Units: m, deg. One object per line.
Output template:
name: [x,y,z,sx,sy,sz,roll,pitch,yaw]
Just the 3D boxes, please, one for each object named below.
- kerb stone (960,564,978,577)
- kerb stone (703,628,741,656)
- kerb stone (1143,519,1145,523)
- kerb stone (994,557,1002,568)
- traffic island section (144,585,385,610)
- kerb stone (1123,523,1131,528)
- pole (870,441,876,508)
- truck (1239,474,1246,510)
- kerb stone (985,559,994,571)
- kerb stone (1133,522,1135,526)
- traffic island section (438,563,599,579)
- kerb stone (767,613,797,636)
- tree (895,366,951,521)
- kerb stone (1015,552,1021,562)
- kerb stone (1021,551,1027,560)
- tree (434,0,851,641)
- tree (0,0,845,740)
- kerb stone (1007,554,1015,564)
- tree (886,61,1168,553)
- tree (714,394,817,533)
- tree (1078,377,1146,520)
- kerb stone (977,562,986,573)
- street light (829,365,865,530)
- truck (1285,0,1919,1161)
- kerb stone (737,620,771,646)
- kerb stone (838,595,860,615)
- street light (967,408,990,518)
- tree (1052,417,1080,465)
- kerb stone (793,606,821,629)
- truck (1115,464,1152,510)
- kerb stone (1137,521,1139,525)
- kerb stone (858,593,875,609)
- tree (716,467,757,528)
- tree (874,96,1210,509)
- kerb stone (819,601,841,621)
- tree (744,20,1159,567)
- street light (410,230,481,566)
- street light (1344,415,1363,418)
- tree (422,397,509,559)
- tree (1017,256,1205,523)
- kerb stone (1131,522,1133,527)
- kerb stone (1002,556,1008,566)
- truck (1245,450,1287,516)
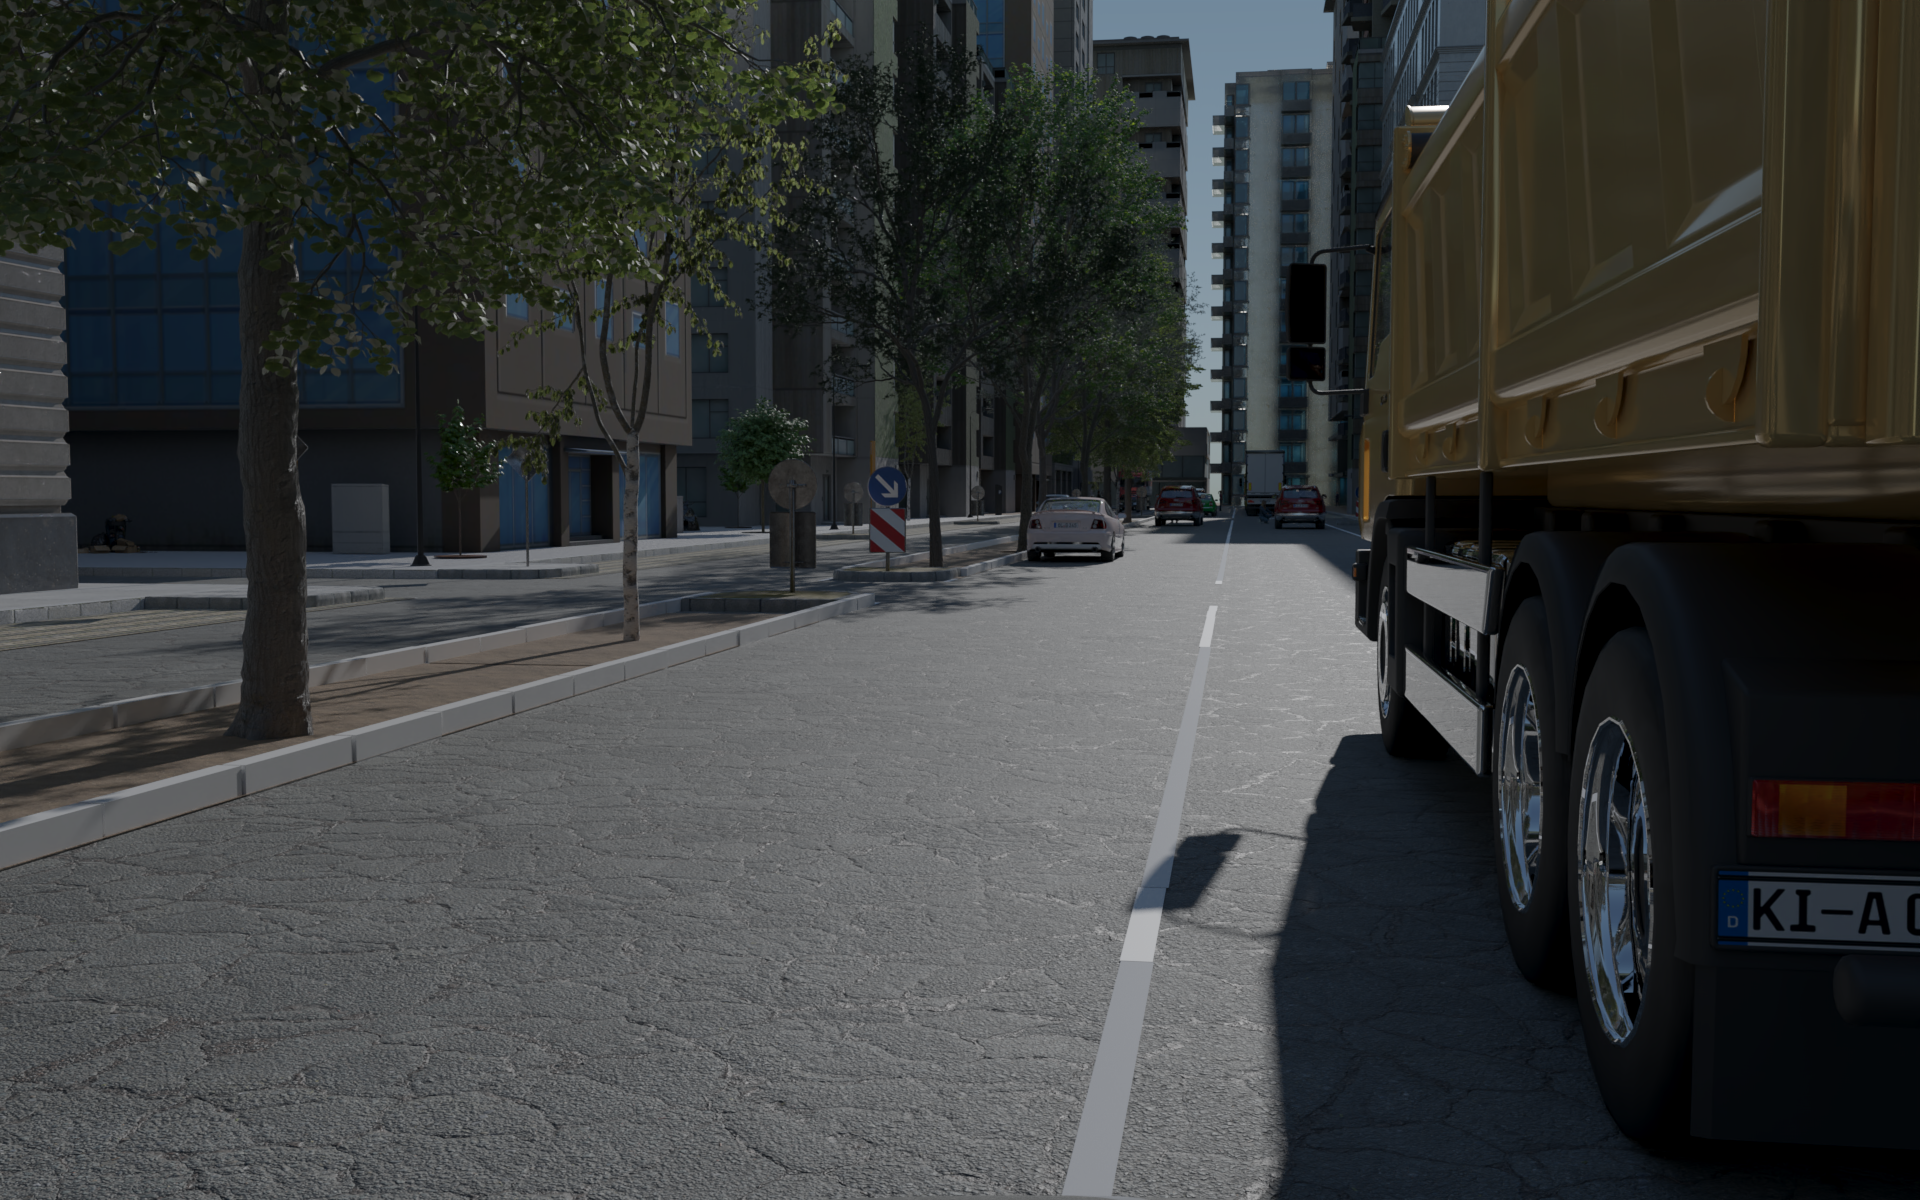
kerb stone: [0.140,-0.505,30.480,0.120,0.150,1.000,1,4,9]
kerb stone: [-2.226,0.393,15.814,0.120,0.150,1.000,1,4,9]
kerb stone: [8.758,-3.790,84.160,0.120,0.150,1.000,1,4,9]
kerb stone: [0.628,-0.691,33.516,0.120,0.150,1.000,1,4,9]
traffic island section: [-8.942,-0.031,22.790,2.009,0.180,2.903,1,4,9]
kerb stone: [7.130,-3.169,74.016,0.120,0.150,1.000,1,4,9]
pole: [-3.342,-4.441,66.454,0.158,3.312,0.155,0,3,0]
truck: [26.686,-9.709,154.661,3.469,3.379,9.791,1,4,9]
kerb stone: [0.457,-0.631,32.508,0.120,0.150,1.000,1,4,9]
kerb stone: [7.463,-3.294,76.045,0.120,0.150,1.000,1,4,9]
traffic island section: [-7.675,-0.513,30.675,2.009,0.180,2.903,1,4,9]
kerb stone: [-1.891,0.267,17.839,0.120,0.150,1.000,1,4,9]
tree: [-2.475,-8.126,83.223,4.737,8.622,4.395,0,3,0]
kerb stone: [1.108,-0.877,36.557,0.120,0.150,1.000,1,4,9]
kerb stone: [1.275,-0.940,37.566,0.120,0.150,1.000,1,4,9]
tree: [-3.174,-3.915,16.829,4.360,8.622,3.978,0,3,0]
tree: [-4.090,-5.487,10.301,7.486,12.596,7.792,0,3,0]
kerb stone: [0.950,-0.816,35.544,0.120,0.150,1.000,1,4,9]
tree: [1.665,-6.932,41.544,9.928,11.665,9.643,0,3,0]
tree: [-6.422,-4.492,57.153,4.285,4.588,4.351,0,3,0]
tree: [7.321,-7.787,80.136,4.360,8.622,3.978,0,3,0]
kerb stone: [0.293,-0.568,31.490,0.120,0.150,1.000,1,4,9]
street light: [-3.999,-5.481,62.151,1.470,5.913,1.316,1,4,9]
truck: [3.238,-0.691,7.226,3.469,3.379,9.791,1,4,9]
kerb stone: [-2.052,0.328,16.826,0.120,0.150,1.000,1,4,9]
kerb stone: [-1.407,0.080,20.894,0.120,0.150,1.000,1,4,9]
street light: [1.097,-7.427,93.974,1.470,5.913,1.316,1,4,9]
tree: [9.272,-12.694,157.905,4.737,8.622,4.395,0,3,0]
kerb stone: [-1.725,0.204,18.865,0.120,0.150,1.000,1,4,9]
truck: [15.629,-10.135,154.619,2.839,4.237,11.283,1,4,9]
kerb stone: [7.948,-3.479,79.079,0.120,0.150,1.000,1,4,9]
kerb stone: [-1.239,0.018,21.906,0.120,0.150,1.000,1,4,9]
tree: [-8.424,-4.321,65.242,1.663,3.219,1.824,0,3,0]
tree: [2.555,-8.584,53.174,12.009,13.543,11.850,0,3,0]
kerb stone: [-1.563,0.141,19.882,0.120,0.150,1.000,1,4,9]
tree: [-0.369,-5.876,32.942,8.767,10.594,7.601,1,4,9]
street light: [-9.094,-3.554,30.657,1.470,5.913,1.316,1,4,9]
street light: [23.254,-7.900,101.712,1.470,5.913,1.316,1,4,9]
tree: [-10.052,-2.437,34.447,1.663,3.219,1.824,0,3,0]
tree: [6.139,-9.315,72.882,7.486,12.596,7.792,0,3,0]
kerb stone: [7.300,-3.231,75.029,0.120,0.150,1.000,1,4,9]
kerb stone: [0.784,-0.754,34.531,0.120,0.150,1.000,1,4,9]
truck: [20.456,-7.772,115.979,2.839,4.237,11.283,1,4,10]
